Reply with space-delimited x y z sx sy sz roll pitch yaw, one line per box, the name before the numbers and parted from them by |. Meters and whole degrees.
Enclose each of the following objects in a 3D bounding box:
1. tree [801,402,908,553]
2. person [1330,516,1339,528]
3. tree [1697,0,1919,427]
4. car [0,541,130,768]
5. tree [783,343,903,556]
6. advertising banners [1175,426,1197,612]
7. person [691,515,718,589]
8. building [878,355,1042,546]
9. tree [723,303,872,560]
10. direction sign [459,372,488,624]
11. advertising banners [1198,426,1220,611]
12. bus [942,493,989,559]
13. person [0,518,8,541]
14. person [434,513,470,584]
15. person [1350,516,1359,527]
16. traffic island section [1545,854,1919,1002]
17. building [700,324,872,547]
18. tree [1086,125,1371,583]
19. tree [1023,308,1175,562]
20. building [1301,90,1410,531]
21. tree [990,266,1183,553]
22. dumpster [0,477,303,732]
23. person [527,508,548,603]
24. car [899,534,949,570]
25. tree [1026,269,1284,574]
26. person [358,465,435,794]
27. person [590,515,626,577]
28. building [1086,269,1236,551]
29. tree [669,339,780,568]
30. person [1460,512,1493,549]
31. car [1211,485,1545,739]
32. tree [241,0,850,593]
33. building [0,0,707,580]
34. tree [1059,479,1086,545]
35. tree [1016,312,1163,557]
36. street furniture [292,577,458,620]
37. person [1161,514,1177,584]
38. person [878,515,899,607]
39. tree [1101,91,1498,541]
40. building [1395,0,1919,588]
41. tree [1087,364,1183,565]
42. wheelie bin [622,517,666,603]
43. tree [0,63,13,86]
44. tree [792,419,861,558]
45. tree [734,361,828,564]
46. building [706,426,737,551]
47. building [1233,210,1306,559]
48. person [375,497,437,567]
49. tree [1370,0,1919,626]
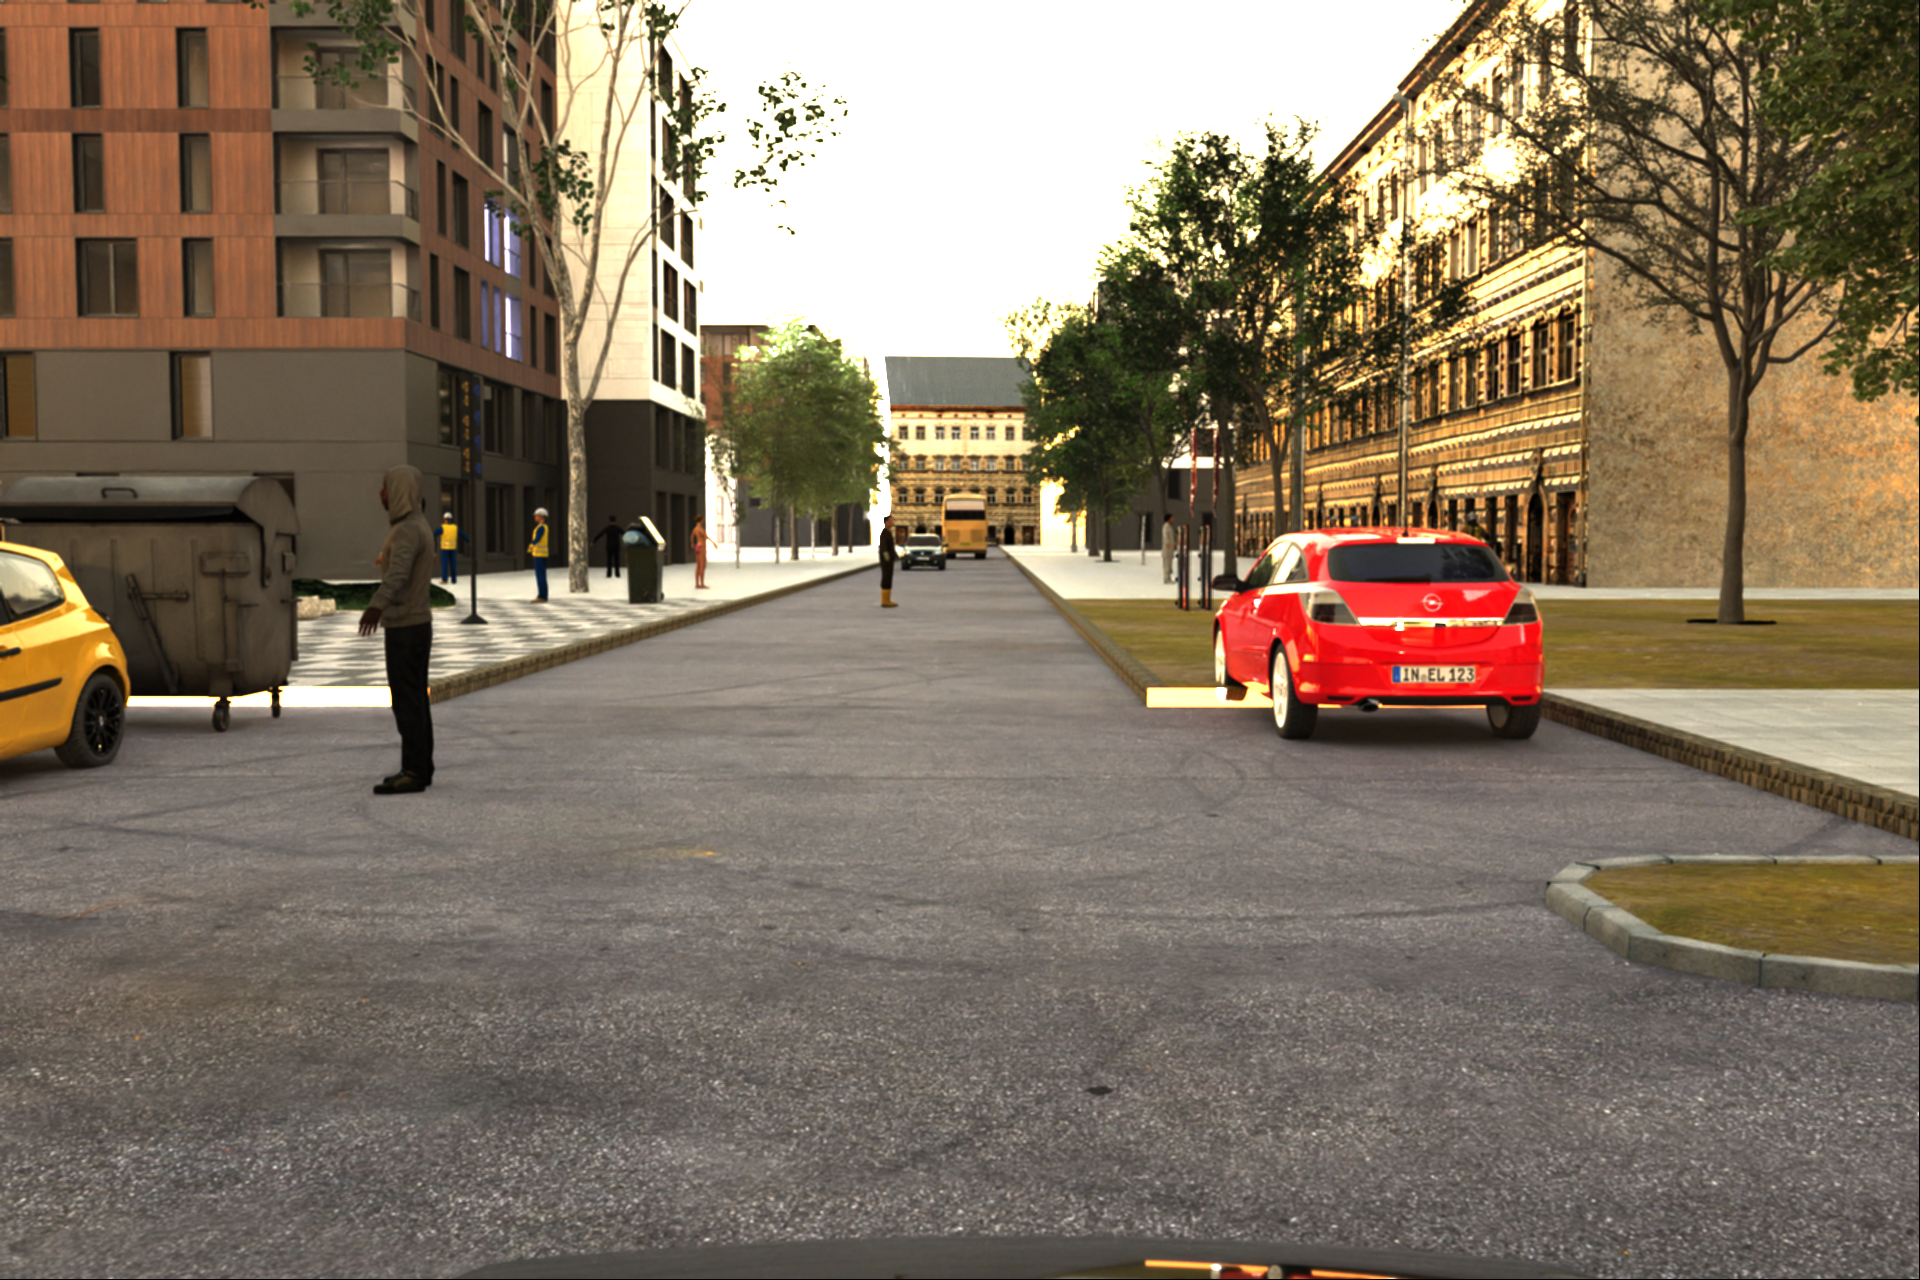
tree | -7.451 -11.110 116.066 8.767 10.594 7.601 0 4 8
person | 11.567 -2.925 53.673 0.705 1.847 1.347 -1 4 -18
tree | 9.647 -5.797 12.916 7.486 12.596 7.792 0 3 0
car | -6.137 0.057 9.290 2.015 1.641 3.980 0 4 1
tree | -7.074 -11.303 102.931 7.486 12.596 7.792 0 3 0
advertising banners | 3.793 -2.010 29.056 0.090 3.025 2.074 0 3 0
person | -6.056 -2.086 40.910 0.721 1.733 1.217 -3 4 -37
building | -0.413 -23.159 212.034 18.063 23.208 19.493 0 4 -7
tree | -8.115 -10.261 85.901 7.486 12.596 7.792 0 3 0
direction sign | -6.955 -1.999 24.684 0.379 3.537 0.876 0 4 1
advertising banners | 4.201 -2.023 29.261 0.090 3.025 2.074 0 4 1
bus | 0.323 -6.774 102.309 2.896 3.916 12.252 0 4 0
person | -18.292 -1.636 32.943 1.347 1.806 0.705 2 4 33
person | -13.165 -2.360 44.549 1.349 1.833 0.705 -3 4 -36
person | 11.465 -2.693 50.156 1.347 1.817 0.704 -2 4 -33
traffic island section | 3.249 1.014 6.291 1.991 0.108 1.994 0 4 1
building | -24.363 -20.855 184.959 27.936 21.610 32.646 0 4 1
tree | 6.896 -7.274 44.690 9.928 11.665 9.643 0 3 0
tree | 6.736 -9.435 80.023 9.928 11.665 9.643 0 3 0
building | 24.679 -14.546 68.763 19.493 23.208 18.063 0 4 0
tree | 8.784 -16.030 117.976 12.611 20.169 13.585 0 3 0
dumpster | -6.051 -0.292 12.984 1.865 1.857 1.264 0 4 1
person | -7.956 -1.595 32.539 0.721 1.772 1.216 0 4 -3
car | -1.449 -3.671 69.802 2.009 1.686 4.222 0 4 1
tree | 6.634 -7.452 56.256 8.767 10.594 7.601 -2 4 -24
person | -3.121 -0.068 9.691 0.705 1.813 1.348 -1 4 -9
person | -10.272 -2.773 51.278 1.347 1.837 0.705 -1 4 -12
building | 24.726 -18.724 150.115 27.936 21.610 32.646 0 4 1
tree | -8.100 -6.989 64.628 4.360 8.622 3.978 0 3 0
person | 13.135 -2.369 44.507 1.354 1.858 0.705 -1 4 -14
car | 3.119 -0.279 13.599 2.155 1.783 4.494 0 4 0
tree | -8.202 -11.018 36.035 12.611 20.169 13.585 0 3 0
building | -25.745 -13.440 63.715 27.936 21.610 32.646 0 4 0
tree | 15.320 -17.542 204.939 7.486 12.596 7.792 0 3 0
tree | 7.685 -11.753 98.825 9.857 13.997 8.962 0 3 0
street furniture | -11.776 -0.755 27.970 5.734 0.657 10.072 0 4 5
person | 5.429 -2.366 44.874 0.705 1.806 1.347 1 4 15
person | -1.401 -1.559 34.092 0.704 1.812 1.346 0 4 6
tree | 6.771 -6.204 35.846 8.767 10.594 7.601 1 4 17
building | 24.195 -13.353 49.250 19.493 23.208 18.063 0 4 1
tree | 7.488 -7.406 71.456 4.737 8.622 4.395 0 3 0
wheelie bin | -5.881 -1.486 32.207 0.693 1.594 0.980 0 4 3
tree | -11.328 -4.833 13.436 7.601 10.594 8.767 -1 4 -14
tree | -8.218 -8.819 94.545 4.360 8.622 3.978 0 3 0
tree | -8.127 -7.607 74.730 4.360 8.622 3.978 0 3 0
building | -23.460 -12.592 148.027 9.099 9.664 28.070 0 4 0
building | 24.711 -15.770 88.774 19.493 23.208 18.063 0 4 1
person | -6.392 -0.817 20.075 0.721 1.740 1.216 1 4 13
tree | 11.072 -6.968 24.291 12.009 13.543 11.850 0 3 0
